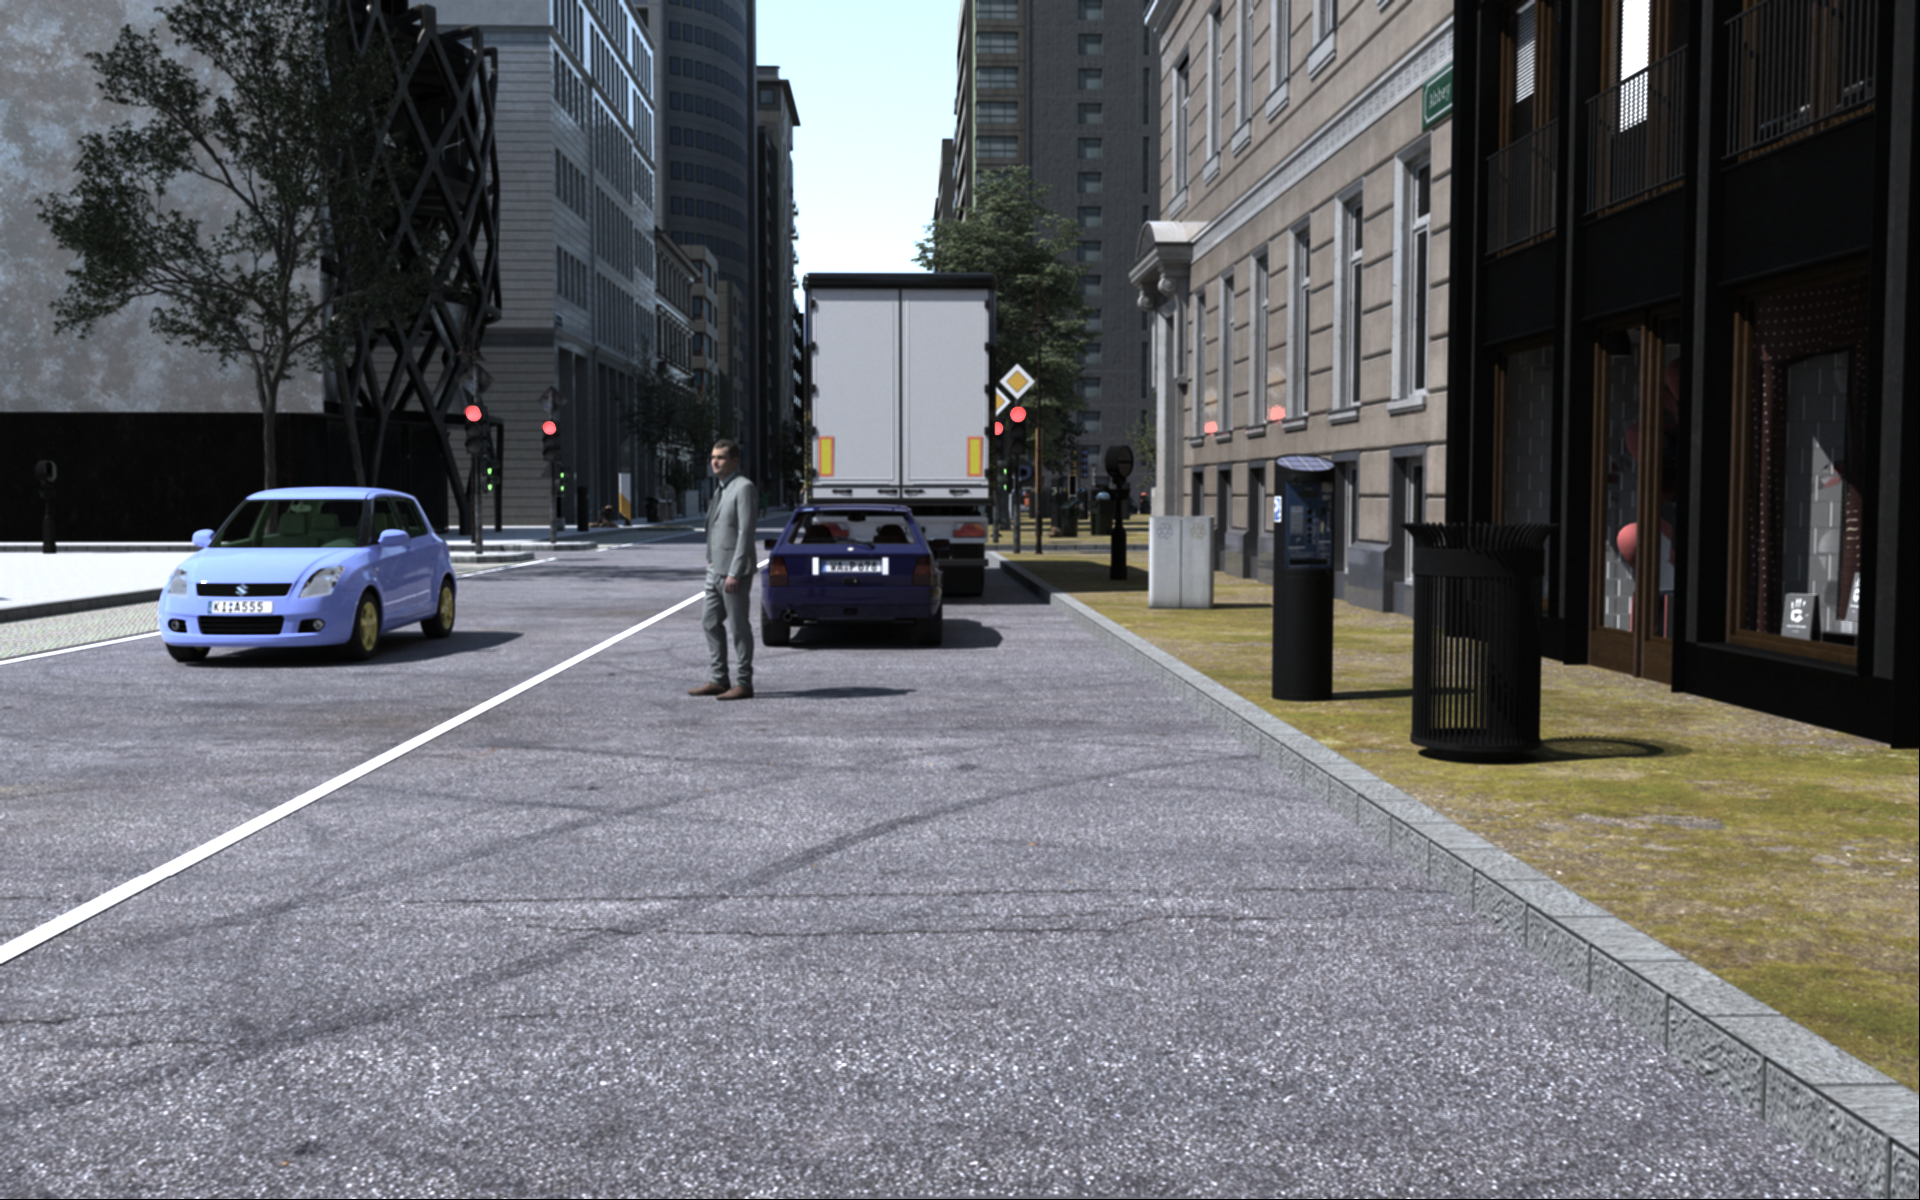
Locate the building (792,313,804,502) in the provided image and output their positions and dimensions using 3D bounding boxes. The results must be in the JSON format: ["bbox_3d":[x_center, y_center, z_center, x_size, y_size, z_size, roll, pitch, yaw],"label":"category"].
[{"bbox_3d":[-30.026,-30.547,271.150,14.160,30.474,14.107,0,4,-2],"label":"building"}]

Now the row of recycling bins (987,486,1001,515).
[{"bbox_3d":[1.815,-4.776,85.205,1.069,1.692,3.534,0,4,1],"label":"row of recycling bins"}]

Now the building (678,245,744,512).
[{"bbox_3d":[-32.011,-17.699,134.423,27.650,21.520,28.899,0,4,-2],"label":"building"}]

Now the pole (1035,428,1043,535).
[{"bbox_3d":[2.455,-3.667,53.798,0.158,3.312,0.155,0,3,0],"label":"pole"}]

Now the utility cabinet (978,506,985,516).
[{"bbox_3d":[0.842,-5.551,99.443,1.173,1.500,0.318,-2,4,-31],"label":"utility cabinet"}]

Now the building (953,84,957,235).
[{"bbox_3d":[10.682,-34.222,179.130,23.786,49.044,30.456,0,4,-2],"label":"building"}]

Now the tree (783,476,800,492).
[{"bbox_3d":[-18.051,-11.579,183.915,1.663,3.219,1.824,0,3,0],"label":"tree"}]

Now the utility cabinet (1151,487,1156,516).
[{"bbox_3d":[6.449,-2.785,54.216,0.318,1.500,1.173,-2,4,-32],"label":"utility cabinet"}]

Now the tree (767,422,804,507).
[{"bbox_3d":[-17.597,-13.825,176.404,4.360,8.622,3.978,0,3,0],"label":"tree"}]

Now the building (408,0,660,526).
[{"bbox_3d":[-22.160,-18.708,83.376,11.434,29.767,29.804,0,4,-2],"label":"building"}]

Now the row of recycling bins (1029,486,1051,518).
[{"bbox_3d":[4.418,-5.270,93.279,1.069,1.692,3.534,1,4,12],"label":"row of recycling bins"}]

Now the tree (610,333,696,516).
[{"bbox_3d":[-13.819,-7.862,78.899,4.360,8.622,3.978,0,3,0],"label":"tree"}]

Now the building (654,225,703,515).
[{"bbox_3d":[-22.415,-14.916,108.501,10.561,19.102,19.286,0,4,-2],"label":"building"}]

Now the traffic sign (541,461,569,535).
[{"bbox_3d":[-12.747,-3.336,54.554,0.884,2.594,0.081,0,4,-2],"label":"traffic sign"}]

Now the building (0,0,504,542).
[{"bbox_3d":[-23.333,-11.412,54.036,16.820,18.784,16.811,0,4,-2],"label":"building"}]

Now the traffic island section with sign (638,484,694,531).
[{"bbox_3d":[-11.404,-3.595,67.400,1.989,1.847,2.006,0,4,-2],"label":"traffic island section with sign"}]

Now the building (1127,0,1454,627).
[{"bbox_3d":[10.525,-14.630,25.101,13.634,28.700,20.117,0,4,-2],"label":"building"}]

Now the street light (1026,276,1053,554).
[{"bbox_3d":[1.689,-3.923,36.927,0.468,5.910,1.993,0,4,-2],"label":"street light"}]

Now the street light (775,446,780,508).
[{"bbox_3d":[-16.749,-11.418,159.464,0.468,5.910,1.993,0,4,-2],"label":"street light"}]

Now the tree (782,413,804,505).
[{"bbox_3d":[-18.419,-16.083,197.362,8.767,10.594,7.601,0,4,-3],"label":"tree"}]

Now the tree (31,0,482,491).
[{"bbox_3d":[-12.182,-5.831,29.754,8.767,10.594,7.601,1,4,17],"label":"tree"}]

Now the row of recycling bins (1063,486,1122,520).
[{"bbox_3d":[6.448,-4.868,86.703,3.534,1.692,1.069,0,4,1],"label":"row of recycling bins"}]

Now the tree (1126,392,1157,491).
[{"bbox_3d":[13.617,-10.259,118.094,4.737,8.622,4.395,0,3,0],"label":"tree"}]

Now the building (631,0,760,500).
[{"bbox_3d":[-30.624,-37.954,162.550,21.231,58.520,28.212,0,4,-2],"label":"building"}]

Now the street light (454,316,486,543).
[{"bbox_3d":[-12.676,-4.416,44.991,0.468,5.910,1.993,0,4,-2],"label":"street light"}]

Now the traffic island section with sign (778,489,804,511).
[{"bbox_3d":[-14.205,-8.331,144.846,1.989,1.847,2.006,0,4,-2],"label":"traffic island section with sign"}]

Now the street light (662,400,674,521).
[{"bbox_3d":[-13.965,-6.719,82.637,0.468,5.910,1.993,0,4,-2],"label":"street light"}]

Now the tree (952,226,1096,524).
[{"bbox_3d":[1.344,-9.601,73.987,9.611,12.733,9.660,0,3,0],"label":"tree"}]

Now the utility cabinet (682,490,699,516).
[{"bbox_3d":[-15.630,-5.605,100.318,0.318,1.500,1.173,2,4,31],"label":"utility cabinet"}]

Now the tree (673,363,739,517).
[{"bbox_3d":[-14.592,-9.026,97.935,4.737,8.622,4.395,0,3,0],"label":"tree"}]

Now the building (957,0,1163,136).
[{"bbox_3d":[10.712,-32.382,153.150,21.300,48.544,21.600,0,4,-2],"label":"building"}]

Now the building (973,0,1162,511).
[{"bbox_3d":[7.934,-27.637,135.452,14.154,41.232,14.086,0,4,-2],"label":"building"}]

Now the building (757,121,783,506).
[{"bbox_3d":[-26.448,-30.627,184.352,14.154,41.232,14.086,0,4,-2],"label":"building"}]

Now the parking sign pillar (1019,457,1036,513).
[{"bbox_3d":[4.413,-7.847,116.771,1.447,3.967,1.447,1,4,20],"label":"parking sign pillar"}]

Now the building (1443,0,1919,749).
[{"bbox_3d":[10.810,-10.865,7.321,12.332,23.373,15.834,0,4,-2],"label":"building"}]

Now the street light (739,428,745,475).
[{"bbox_3d":[-15.305,-9.096,121.503,0.468,5.910,1.993,0,4,-2],"label":"street light"}]

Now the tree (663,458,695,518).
[{"bbox_3d":[-15.054,-6.019,93.012,1.663,3.219,1.824,0,3,0],"label":"tree"}]

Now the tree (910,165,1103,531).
[{"bbox_3d":[1.335,-8.689,60.200,7.486,12.596,7.792,0,3,0],"label":"tree"}]

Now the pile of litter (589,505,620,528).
[{"bbox_3d":[-13.811,-3.236,66.870,1.176,0.858,1.719,-3,4,-36],"label":"pile of litter"}]
